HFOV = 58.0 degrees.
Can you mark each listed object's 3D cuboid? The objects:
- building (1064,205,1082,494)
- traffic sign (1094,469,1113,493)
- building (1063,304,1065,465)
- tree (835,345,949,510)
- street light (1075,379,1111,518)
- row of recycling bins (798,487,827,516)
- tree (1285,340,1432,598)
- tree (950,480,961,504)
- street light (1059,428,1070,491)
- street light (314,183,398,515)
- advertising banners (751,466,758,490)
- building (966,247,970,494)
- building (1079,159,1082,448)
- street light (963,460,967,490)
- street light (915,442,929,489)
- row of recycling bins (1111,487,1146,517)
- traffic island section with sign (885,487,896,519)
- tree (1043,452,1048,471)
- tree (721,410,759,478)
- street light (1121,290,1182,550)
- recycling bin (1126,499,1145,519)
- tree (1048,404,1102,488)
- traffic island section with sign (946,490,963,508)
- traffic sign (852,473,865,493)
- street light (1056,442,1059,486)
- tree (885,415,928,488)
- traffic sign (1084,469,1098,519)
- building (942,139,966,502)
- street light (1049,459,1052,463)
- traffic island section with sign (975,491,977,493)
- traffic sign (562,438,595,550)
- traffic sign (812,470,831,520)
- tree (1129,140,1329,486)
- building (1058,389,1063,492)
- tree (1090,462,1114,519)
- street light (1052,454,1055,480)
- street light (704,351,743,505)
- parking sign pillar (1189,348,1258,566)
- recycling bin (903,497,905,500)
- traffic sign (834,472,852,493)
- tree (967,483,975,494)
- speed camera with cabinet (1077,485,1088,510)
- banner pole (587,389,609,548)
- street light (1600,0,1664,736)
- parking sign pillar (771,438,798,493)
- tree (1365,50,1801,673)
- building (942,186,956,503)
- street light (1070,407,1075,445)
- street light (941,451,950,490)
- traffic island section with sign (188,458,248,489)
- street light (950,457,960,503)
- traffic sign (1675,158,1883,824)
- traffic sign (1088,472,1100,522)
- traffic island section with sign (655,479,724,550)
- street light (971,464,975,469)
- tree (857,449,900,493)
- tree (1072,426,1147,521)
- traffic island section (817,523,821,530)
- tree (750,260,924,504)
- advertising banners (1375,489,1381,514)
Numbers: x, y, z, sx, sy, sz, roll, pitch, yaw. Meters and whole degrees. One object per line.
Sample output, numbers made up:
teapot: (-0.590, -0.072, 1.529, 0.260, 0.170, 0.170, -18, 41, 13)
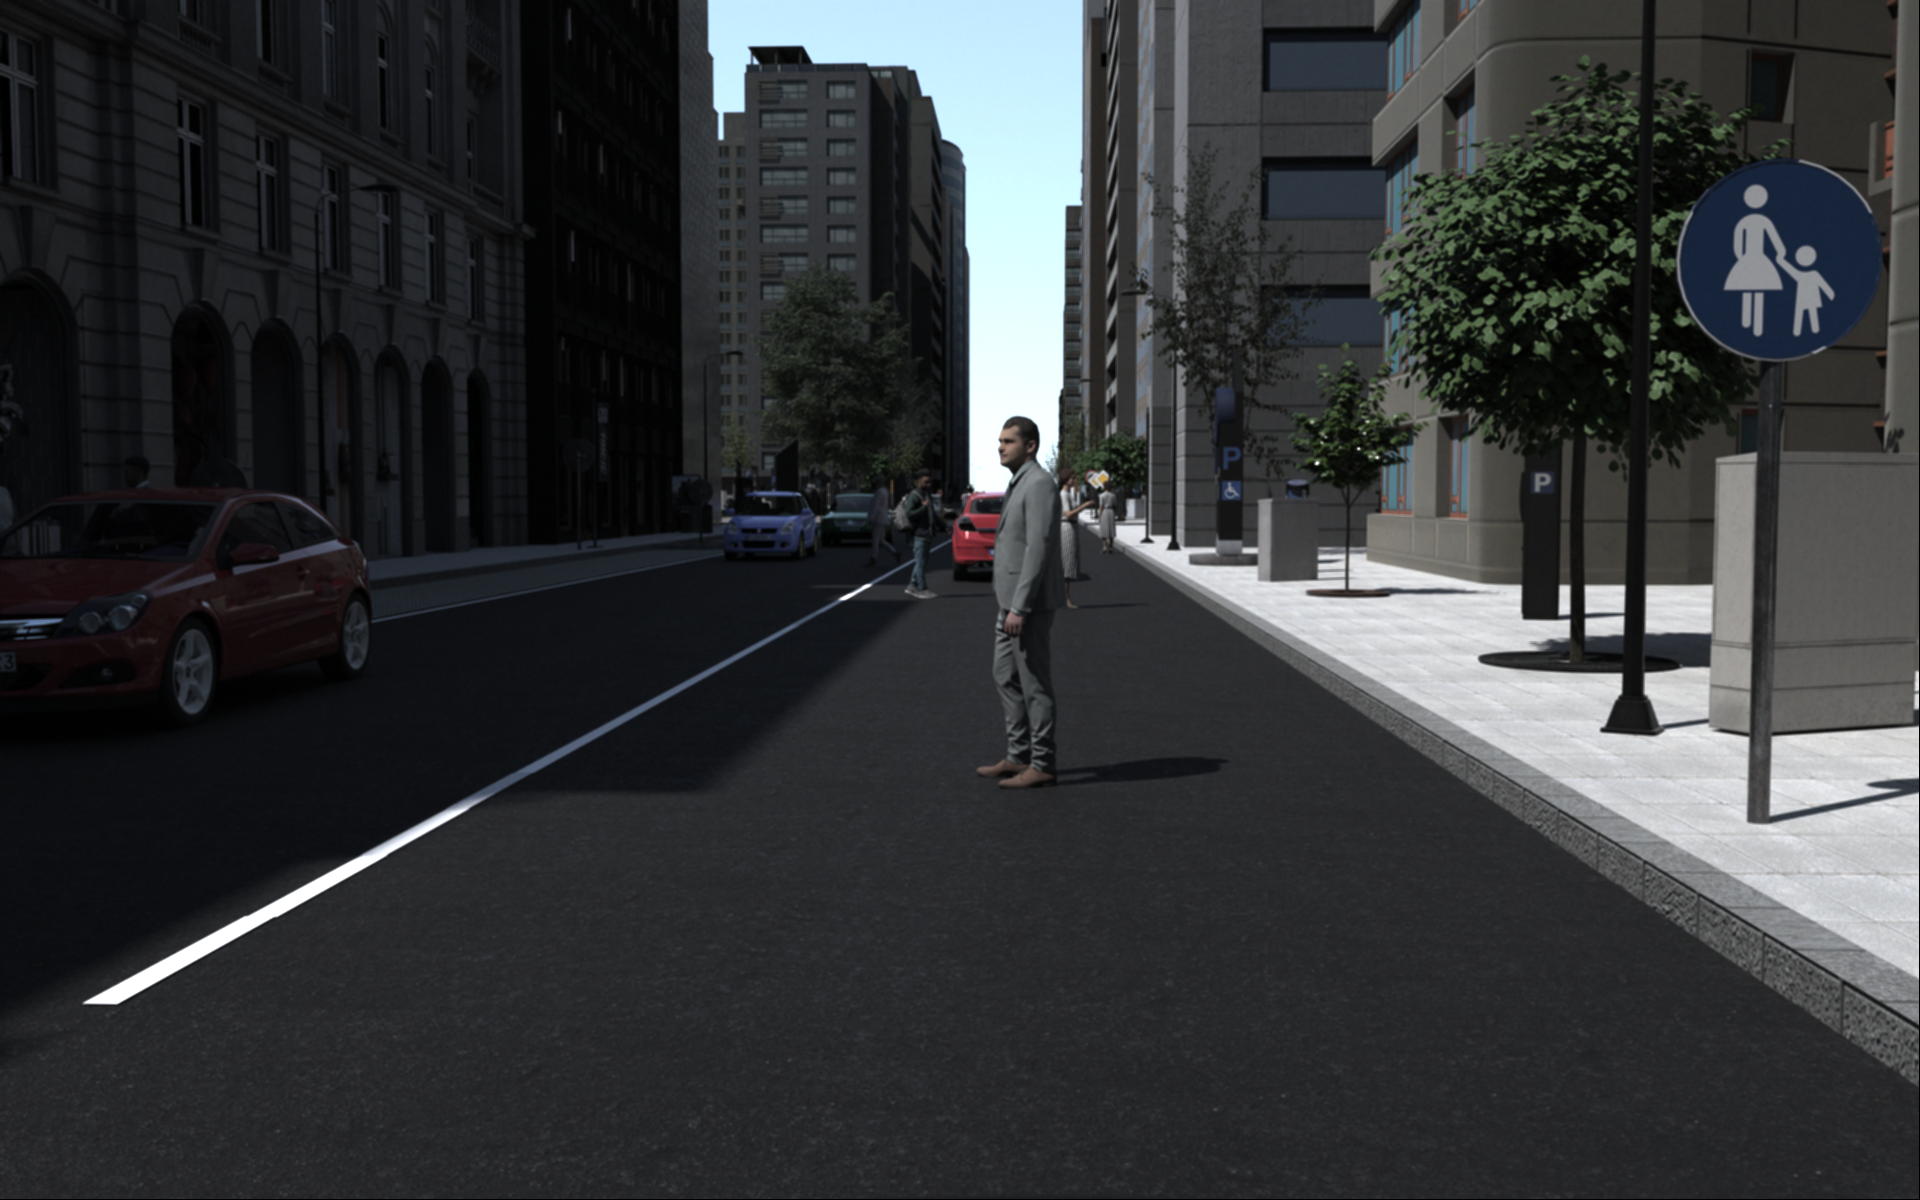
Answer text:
building: (21.923, -34.446, 246.788, 14.154, 41.232, 14.086, 0, 4, 2)
traffic sign: (5.807, -4.076, 70.282, 0.795, 2.450, 0.064, 0, 4, 2)
building: (22.585, -30.008, 262.323, 14.160, 30.474, 14.107, 0, 4, 2)
tree: (-5.479, -13.976, 138.880, 12.009, 13.543, 11.850, 0, 3, 0)
street light: (5.509, -5.954, 69.884, 1.470, 5.913, 1.316, 0, 4, 2)
row of recycling bins: (-9.158, -5.780, 101.615, 1.069, 1.692, 3.534, 3, 5, 42)
tree: (4.867, -1.675, 21.982, 1.663, 3.219, 1.824, 0, 3, 0)
tree: (-0.935, -14.463, 231.064, 1.663, 3.219, 1.824, 0, 3, 0)
street light: (7.941, -9.158, 122.277, 1.470, 5.913, 1.316, 0, 4, 2)
street light: (-9.095, -3.273, 26.055, 1.470, 5.913, 1.316, 0, 4, 2)
advertising banners: (-12.320, -6.892, 108.867, 0.090, 3.025, 2.074, 3, 5, 43)
building: (-5.455, -39.948, 303.266, 14.600, 45.320, 14.200, 0, 4, 2)
building: (25.978, -36.211, 211.655, 23.786, 49.044, 30.456, 0, 4, 2)
street light: (0.142, -16.256, 238.330, 1.470, 5.913, 1.316, 0, 4, 2)
street light: (-3.466, -11.200, 155.666, 1.470, 5.913, 1.316, 0, 4, 2)
row of recycling bins: (11.277, -6.121, 107.190, 3.534, 1.692, 1.069, 0, 4, 3)
traffic island section with sign: (-4.369, -5.672, 101.369, 1.989, 1.847, 2.006, 0, 4, 2)
tree: (13.500, -17.569, 237.614, 4.737, 8.622, 4.395, 0, 3, 0)
tree: (-19.258, -12.250, 150.646, 4.737, 8.622, 4.395, 0, 3, 0)
street light: (4.359, -4.098, 39.547, 1.470, 5.913, 1.316, 0, 4, 2)
recycling bin: (9.119, -4.738, 90.016, 0.722, 1.027, 0.722, -2, 4, -33)
tree: (9.837, -11.671, 141.177, 4.737, 8.622, 4.395, 0, 3, 0)
traffic island section with sign: (-1.026, -10.355, 177.924, 1.989, 1.847, 2.006, 0, 4, 2)
traffic sign: (-5.997, -6.245, 102.207, 0.768, 2.556, 0.104, 0, 4, 5)
street light: (9.357, -11.049, 153.188, 1.470, 5.913, 1.316, 0, 4, 2)
tree: (-4.611, -12.318, 151.753, 4.737, 8.622, 4.395, 0, 3, 0)
traffic sign: (6.698, -5.376, 88.003, 0.768, 2.556, 0.104, 0, 4, 4)
building: (-10.106, -45.253, 281.879, 21.231, 58.520, 28.212, 0, 4, 2)
street light: (11.195, -13.810, 198.340, 1.470, 5.913, 1.316, 0, 4, 2)
traffic island section with sign: (3.794, -17.100, 288.206, 1.989, 1.847, 2.006, 0, 4, 2)
traffic sign: (-8.735, -2.420, 39.668, 0.768, 2.556, 0.104, 0, 4, 3)
traffic sign: (-5.675, -4.108, 70.803, 0.795, 2.450, 0.064, 0, 4, 2)
tree: (5.497, -5.248, 36.170, 4.360, 8.622, 3.978, 0, 3, 0)
building: (30.956, -27.691, 297.788, 27.650, 21.520, 28.899, 0, 4, 2)
tree: (7.421, -5.803, 89.473, 1.663, 3.219, 1.824, 0, 3, 0)
street light: (9.921, -11.907, 167.224, 1.470, 5.913, 1.316, 0, 4, 2)
street light: (-7.745, -5.128, 56.382, 1.470, 5.913, 1.316, 0, 4, 2)
parking sign pillar: (4.899, -2.629, 31.453, 1.447, 3.967, 1.447, 0, 4, 6)
recycling bin: (-4.615, -8.608, 153.293, 0.722, 1.027, 0.722, -2, 4, -31)
traffic sign: (-5.326, -4.596, 78.780, 0.795, 2.450, 0.064, 0, 4, 2)
tree: (1.740, -17.986, 288.664, 1.663, 3.219, 1.824, 0, 3, 0)
speed camera with cabinet: (9.537, -8.656, 135.859, 0.660, 3.252, 2.038, 1, 4, 20)
banner pole: (-8.649, -3.154, 41.577, 0.401, 3.779, 0.863, 1, 4, 23)
street light: (3.095, -2.243, 9.216, 1.470, 5.913, 1.316, 0, 4, 2)
parking sign pillar: (-8.414, -5.793, 83.195, 1.447, 3.967, 1.447, -3, 5, -40)
tree: (4.753, -1.789, 12.967, 4.285, 4.588, 4.351, 0, 3, 0)
building: (-8.580, -36.399, 245.240, 14.600, 45.320, 14.200, 0, 4, 2)
street light: (6.727, -7.303, 91.943, 1.470, 5.913, 1.316, 0, 4, 2)
street light: (-2.147, -13.055, 185.995, 1.470, 5.913, 1.316, 0, 4, 2)
traffic island section with sign: (-8.012, -0.582, 18.149, 1.989, 1.847, 2.006, 0, 4, 2)
street light: (-0.760, -14.914, 216.391, 1.470, 5.913, 1.316, 0, 4, 2)
traffic sign: (3.119, -0.403, 6.689, 0.768, 2.556, 0.104, 0, 4, 3)
traffic sign: (6.156, -4.564, 78.260, 0.795, 2.450, 0.064, 0, 4, 2)
traffic island section with sign: (-6.821, -2.245, 45.329, 1.989, 1.847, 2.006, 0, 4, 2)
street light: (1.550, -18.149, 269.273, 1.470, 5.913, 1.316, 0, 4, 2)
tree: (-5.854, -8.191, 117.633, 4.285, 4.588, 4.351, 0, 3, 0)
tree: (7.968, -6.133, 83.983, 4.285, 4.588, 4.351, 0, 3, 0)
traffic island section: (-5.699, -2.972, 70.865, 2.009, 0.180, 2.903, 0, 4, 2)
tree: (-6.765, -11.464, 94.097, 9.857, 13.997, 8.962, 0, 3, 0)
advertising banners: (28.092, -7.276, 115.143, 0.090, 3.025, 2.074, 2, 4, 31)
